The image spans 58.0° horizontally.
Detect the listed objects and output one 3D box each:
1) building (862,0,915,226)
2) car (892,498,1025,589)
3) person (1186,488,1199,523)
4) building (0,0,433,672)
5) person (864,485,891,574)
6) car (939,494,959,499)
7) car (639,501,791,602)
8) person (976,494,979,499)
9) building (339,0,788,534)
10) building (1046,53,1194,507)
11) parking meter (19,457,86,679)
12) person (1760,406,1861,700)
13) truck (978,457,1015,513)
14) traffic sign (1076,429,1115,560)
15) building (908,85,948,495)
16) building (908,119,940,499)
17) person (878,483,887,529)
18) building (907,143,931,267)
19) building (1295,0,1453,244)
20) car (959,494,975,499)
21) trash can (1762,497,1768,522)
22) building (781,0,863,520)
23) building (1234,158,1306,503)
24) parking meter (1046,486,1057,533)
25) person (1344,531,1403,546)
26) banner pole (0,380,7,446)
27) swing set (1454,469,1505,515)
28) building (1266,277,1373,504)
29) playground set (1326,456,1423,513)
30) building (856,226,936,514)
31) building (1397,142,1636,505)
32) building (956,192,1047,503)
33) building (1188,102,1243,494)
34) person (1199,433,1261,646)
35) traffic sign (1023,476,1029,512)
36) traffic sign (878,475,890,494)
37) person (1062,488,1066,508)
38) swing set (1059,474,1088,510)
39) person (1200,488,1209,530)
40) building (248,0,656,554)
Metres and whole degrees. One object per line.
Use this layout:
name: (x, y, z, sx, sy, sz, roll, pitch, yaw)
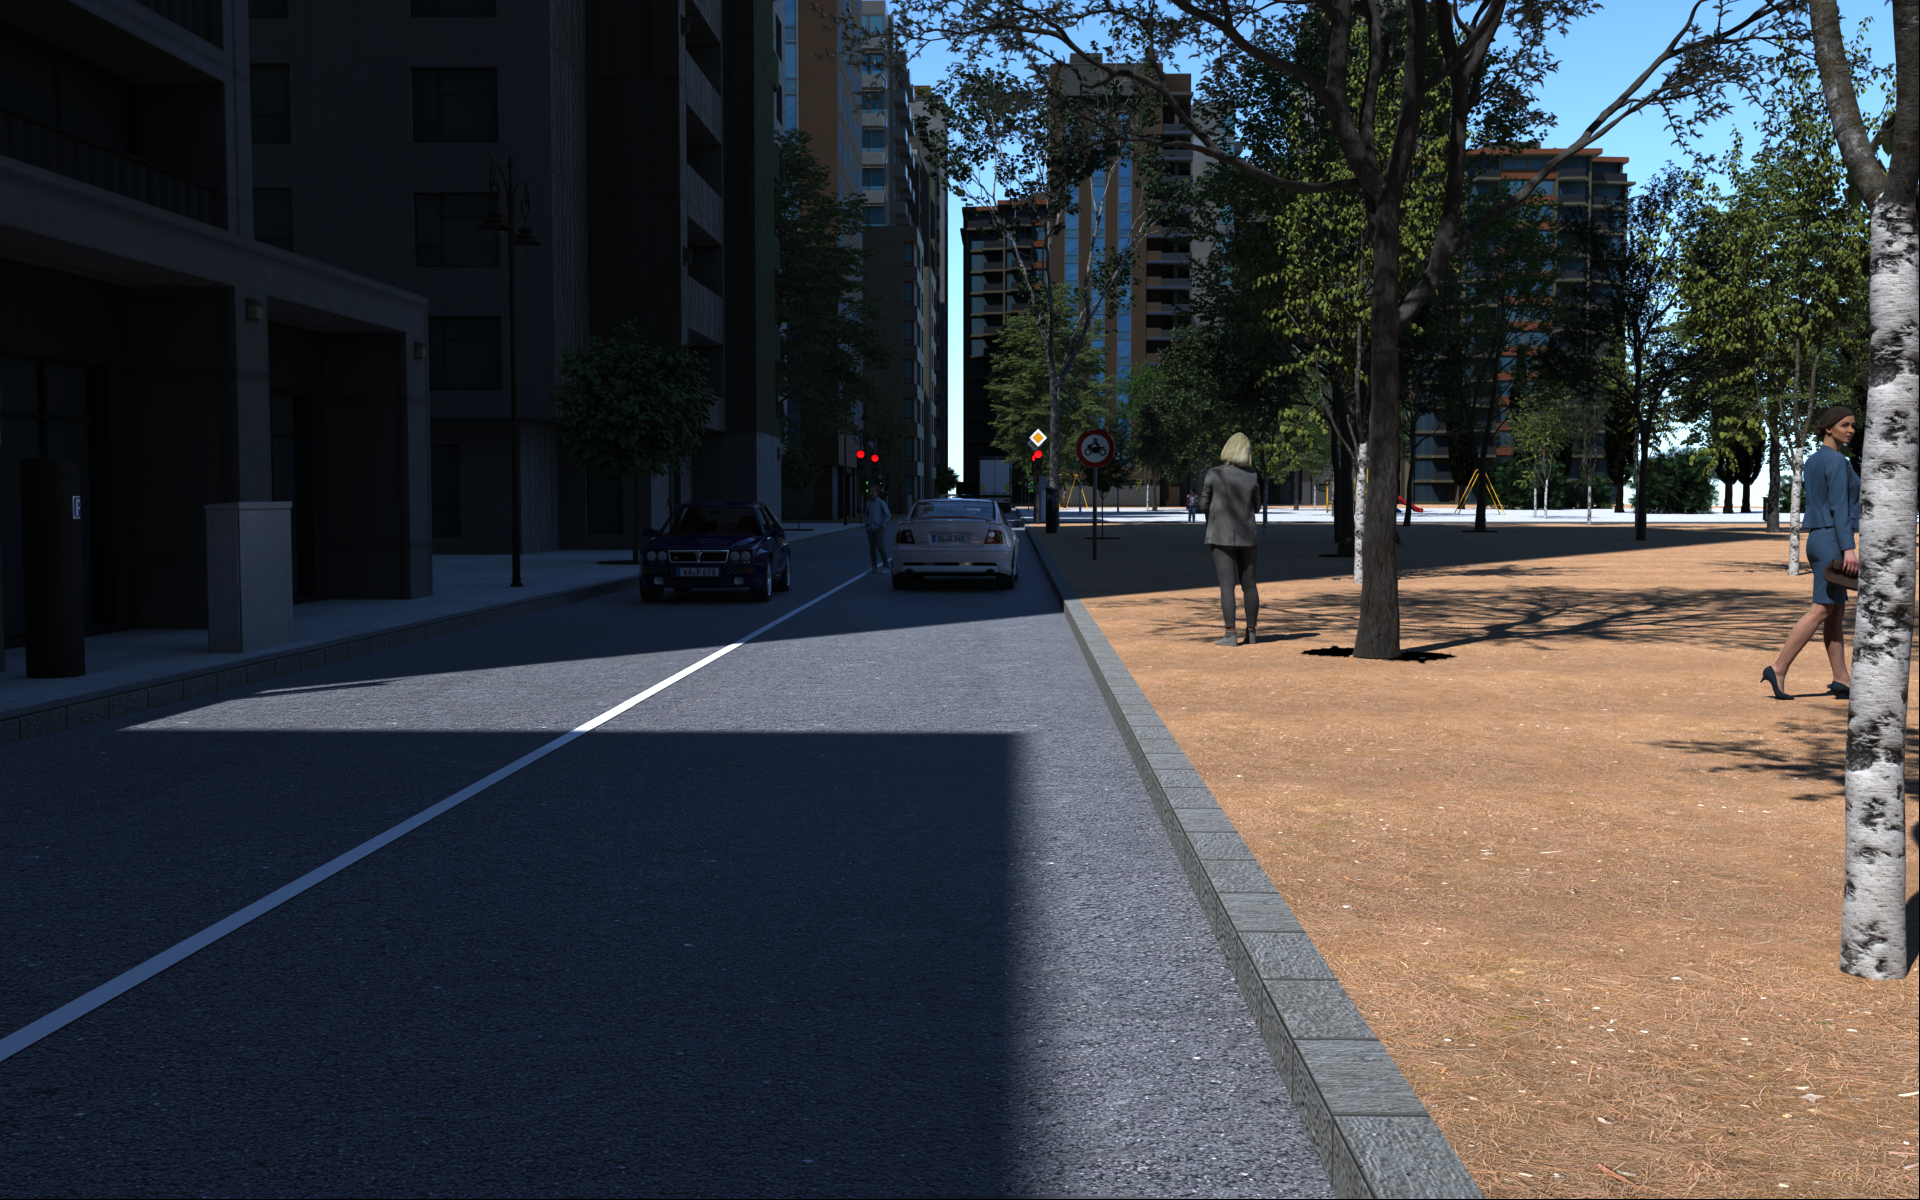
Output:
building: (-16.020, -33.840, 172.896, 23.786, 49.044, 30.456, 0, 4, 2)
car: (-0.025, -0.925, 27.494, 2.083, 1.381, 4.827, 0, 4, 3)
person: (10.604, -4.263, 79.042, 0.563, 1.720, 0.643, 1, 4, 16)
building: (-16.970, -35.302, 15.439, 20.563, 71.187, 20.611, 0, 4, 2)
person: (-1.525, -1.282, 31.269, 0.589, 1.601, 0.330, 3, 5, 44)
car: (-0.708, -6.308, 113.360, 2.015, 1.641, 3.980, 0, 4, 0)
car: (-3.380, -0.715, 24.269, 1.945, 1.354, 3.894, 0, 4, 0)
person: (2.265, -13.385, 230.598, 0.557, 1.426, 1.065, 2, 4, 33)
building: (-14.099, -18.048, 66.791, 14.107, 30.474, 14.160, 0, 4, 2)
building: (15.920, -32.256, 177.490, 14.600, 45.320, 14.200, 0, 4, 2)
parking meter: (-6.379, -0.230, 12.176, 0.372, 1.533, 0.369, 0, 3, 0)
person: (5.362, -0.288, 10.783, 0.654, 1.822, 0.581, 2, 4, 23)
truck: (2.832, -8.976, 135.665, 2.839, 4.237, 11.283, 0, 4, 2)
traffic sign: (2.641, -2.066, 33.881, 0.768, 2.556, 0.104, 0, 4, 3)
building: (-15.869, -43.503, 253.277, 28.212, 58.520, 21.231, 0, 4, 2)
building: (-13.526, -36.527, 220.913, 21.600, 48.544, 21.300, 0, 4, 2)
person: (-3.131, -3.684, 68.511, 0.755, 1.850, 0.659, -3, 5, -42)
building: (-10.605, -31.350, 196.162, 14.154, 41.232, 14.086, 0, 4, 2)
building: (59.967, -49.671, 250.378, 20.611, 71.187, 20.563, 0, 4, 2)
car: (0.682, -10.903, 190.265, 2.014, 1.417, 4.499, 0, 4, 1)
trash can: (37.787, -4.228, 80.774, 0.748, 1.137, 0.748, 0, 3, 0)
building: (-12.593, -26.919, 90.240, 14.600, 45.320, 14.200, 0, 4, 2)
building: (38.217, -38.435, 252.110, 21.600, 48.544, 21.300, 0, 4, 2)
parking meter: (2.996, -2.957, 56.751, 0.372, 1.533, 0.369, 0, 3, 0)
person: (6.998, -1.079, 29.190, 1.012, 1.151, 0.738, 0, 4, 6)
banner pole: (-6.208, -1.259, 10.596, 0.401, 3.779, 0.863, 1, 4, 20)
swing set: (32.506, -6.769, 108.299, 2.862, 2.851, 3.119, 1, 4, 11)
building: (47.230, -27.599, 222.949, 14.107, 30.474, 14.160, 0, 4, 2)
playground set: (28.073, -7.957, 116.874, 5.637, 4.214, 5.302, 0, 4, -3)
building: (-16.172, -17.224, 126.650, 27.650, 21.520, 28.899, 0, 4, 2)
building: (69.191, -34.463, 218.089, 28.867, 44.769, 22.147, 0, 4, 2)
building: (13.023, -36.660, 254.007, 28.867, 44.769, 22.147, 0, 4, 2)
building: (22.232, -36.376, 214.359, 23.786, 49.044, 30.456, 0, 4, 2)
person: (2.296, -0.523, 14.779, 0.537, 1.800, 0.526, 0, 4, 2)
traffic sign: (5.007, -7.733, 126.434, 0.884, 2.594, 0.081, 1, 4, 10)
traffic sign: (-3.998, -5.446, 91.166, 0.606, 2.300, 0.079, 0, 4, 6)
person: (9.669, -9.441, 160.398, 0.705, 1.824, 1.348, 1, 4, 12)
swing set: (8.162, -8.600, 138.222, 3.119, 2.851, 2.862, -3, 4, -36)
person: (7.418, -2.749, 51.194, 0.606, 1.804, 0.583, 0, 4, -4)
building: (-12.313, -16.527, 41.923, 14.160, 30.474, 14.107, 0, 4, 2)
